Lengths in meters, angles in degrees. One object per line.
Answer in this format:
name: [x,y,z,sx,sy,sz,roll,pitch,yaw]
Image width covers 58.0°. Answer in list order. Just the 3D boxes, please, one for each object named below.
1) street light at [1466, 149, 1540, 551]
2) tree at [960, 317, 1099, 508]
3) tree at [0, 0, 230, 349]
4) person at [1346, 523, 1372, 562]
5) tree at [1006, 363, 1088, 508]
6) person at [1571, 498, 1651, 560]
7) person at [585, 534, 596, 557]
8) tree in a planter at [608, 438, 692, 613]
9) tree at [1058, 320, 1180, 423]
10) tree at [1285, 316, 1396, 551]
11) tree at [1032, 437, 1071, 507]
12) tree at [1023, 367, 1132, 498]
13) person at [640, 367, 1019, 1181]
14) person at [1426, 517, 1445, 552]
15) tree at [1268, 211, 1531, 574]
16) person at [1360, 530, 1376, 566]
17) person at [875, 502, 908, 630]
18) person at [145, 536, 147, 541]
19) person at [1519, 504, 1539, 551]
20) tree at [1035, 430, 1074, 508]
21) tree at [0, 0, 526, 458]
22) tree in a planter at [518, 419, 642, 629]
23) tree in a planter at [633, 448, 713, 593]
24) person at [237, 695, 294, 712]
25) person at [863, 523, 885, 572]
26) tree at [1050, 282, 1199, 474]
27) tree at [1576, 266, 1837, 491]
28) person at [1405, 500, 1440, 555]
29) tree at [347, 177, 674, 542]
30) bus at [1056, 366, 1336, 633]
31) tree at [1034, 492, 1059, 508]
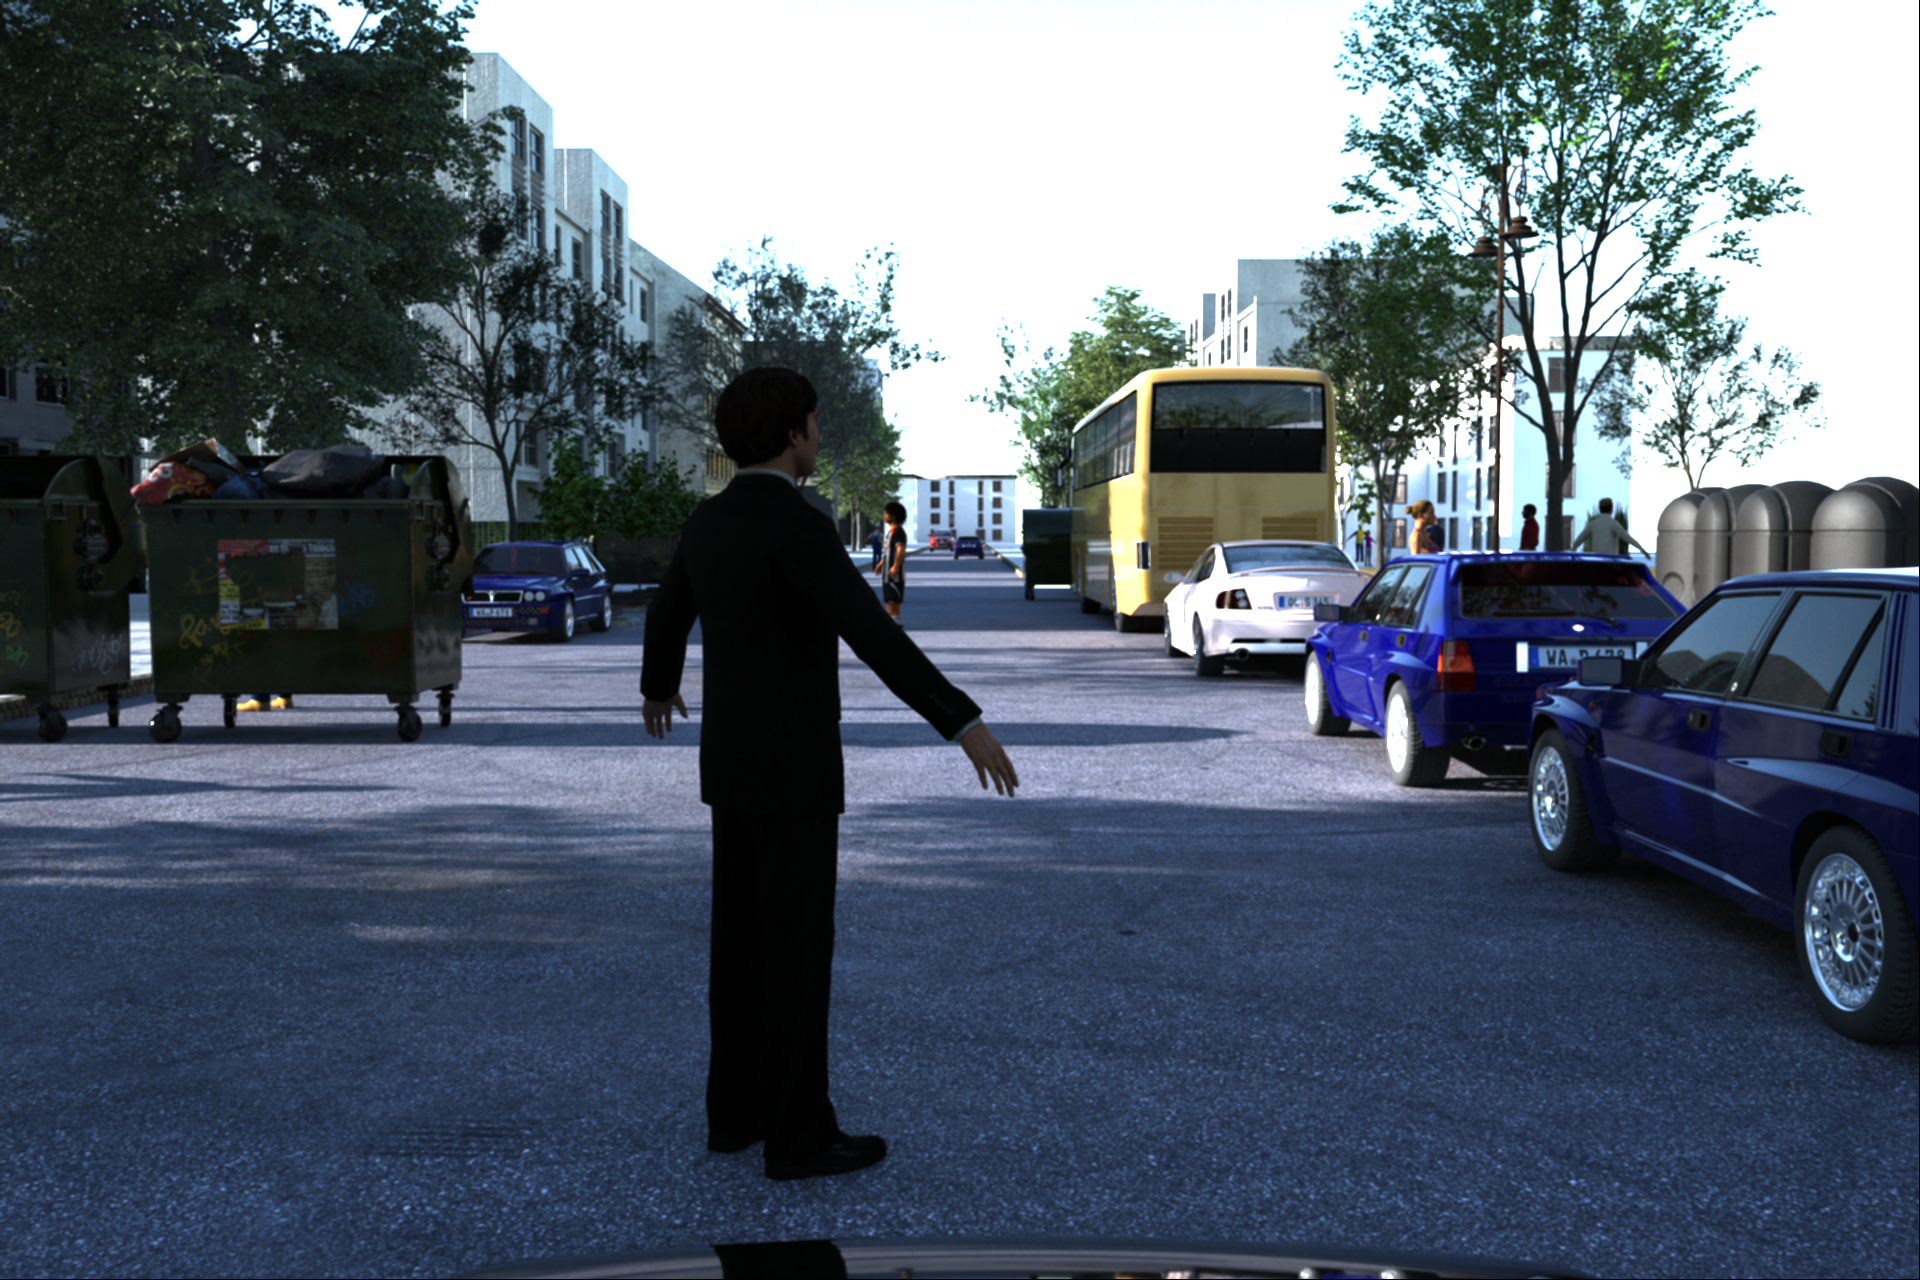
street light: [6.635,-2.969,21.331,0.468,5.910,1.993,0,4,1]
tree: [5.932,-18.149,152.624,12.611,20.169,13.585,0,3,0]
tree: [-12.210,-5.143,18.500,7.601,10.594,8.767,3,5,42]
person: [18.372,-4.478,79.679,1.216,1.772,0.721,0,4,-6]
tree: [6.643,-10.943,104.677,9.928,11.665,9.643,0,3,0]
person: [9.640,-1.208,25.839,0.704,1.819,1.344,-2,4,-35]
person: [-11.057,-2.878,52.840,0.705,1.856,1.354,2,4,27]
tree in a planter: [-6.011,-2.150,32.378,1.991,3.239,1.994,0,3,0]
tree: [5.613,-6.739,60.541,4.737,8.622,4.395,0,3,0]
tree: [12.617,-6.556,57.561,4.737,8.622,4.395,0,3,0]
tree: [6.471,-10.383,120.128,4.360,8.622,3.978,0,3,0]
tree: [7.548,-9.773,94.208,8.767,10.594,7.601,-1,4,-18]
person: [-0.404,0.286,3.970,0.705,1.806,1.347,-3,5,-41]
person: [10.379,-1.898,37.994,0.530,1.710,0.541,-2,4,-25]
tree: [12.136,-7.015,49.107,8.767,10.594,7.601,2,4,33]
person: [16.311,-3.656,69.035,0.991,1.433,0.599,-2,4,-27]
person: [-0.842,-0.779,21.330,0.704,1.843,1.345,-1,4,-11]
person: [-18.306,-2.005,39.543,0.721,1.744,1.215,2,4,24]
person: [10.110,-1.515,30.874,0.704,1.816,1.345,1,4,14]
tree: [6.935,-9.889,112.050,4.360,8.622,3.978,0,3,0]
tree: [-12.216,-7.481,28.963,9.857,13.997,8.962,0,3,0]
tree in a planter: [-6.081,-1.829,27.128,1.991,3.239,1.994,0,4,0]
tree in a planter: [-6.024,-2.389,36.278,1.991,3.239,1.994,0,3,0]
person: [-5.651,-0.354,14.106,0.705,1.847,1.347,2,4,29]
person: [-3.103,-3.481,65.235,1.347,1.847,0.705,2,4,24]
tree: [7.655,-9.811,78.538,7.486,12.596,7.792,0,3,0]
tree: [25.441,-7.650,59.484,8.767,10.594,7.601,2,4,25]
person: [4.204,-0.378,15.433,0.721,1.733,1.217,1,4,21]
tree: [-11.478,-6.717,44.228,8.767,10.594,7.601,-2,4,-32]
bus: [3.417,-2.226,27.947,2.896,3.916,12.252,0,4,-1]
tree: [12.965,-17.776,241.003,4.360,8.622,3.978,0,3,0]
